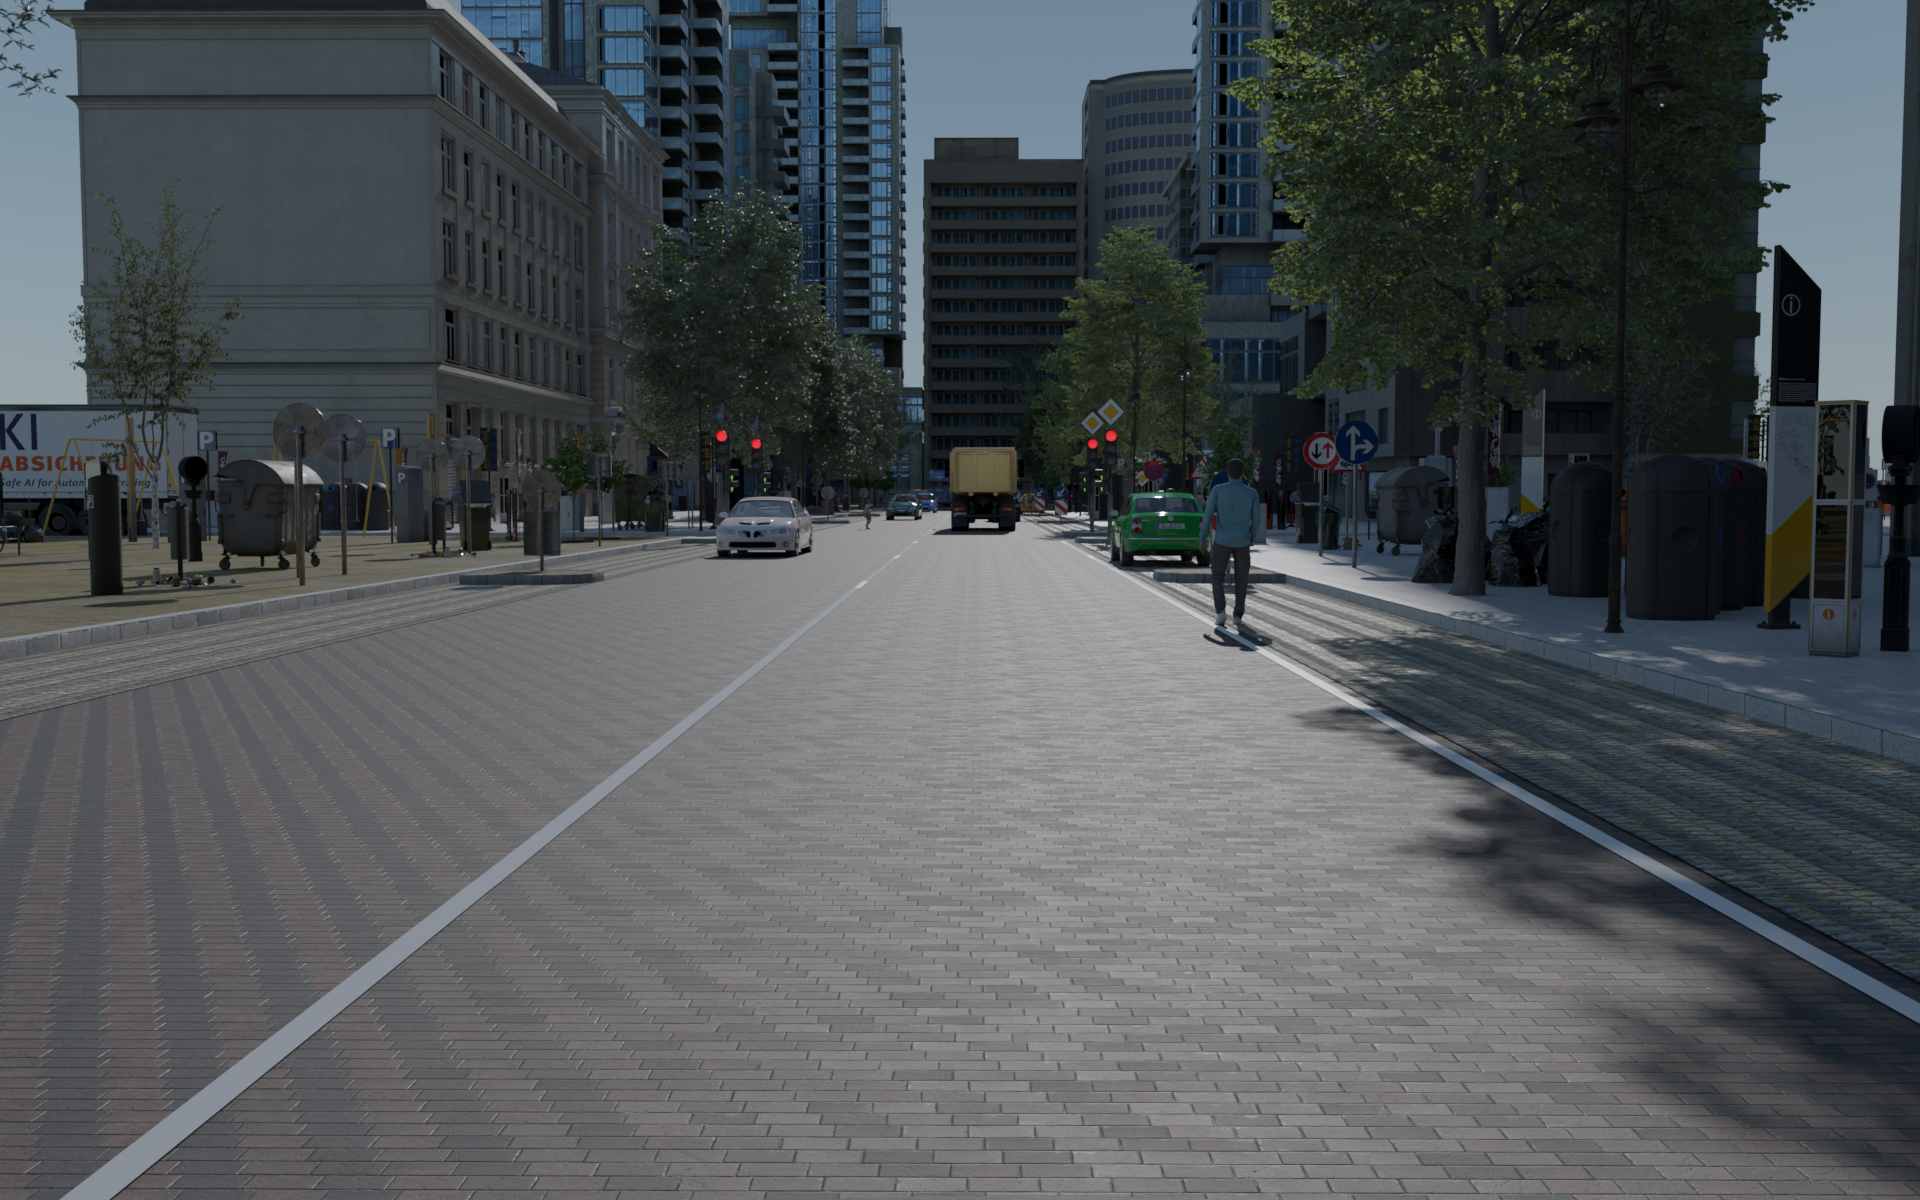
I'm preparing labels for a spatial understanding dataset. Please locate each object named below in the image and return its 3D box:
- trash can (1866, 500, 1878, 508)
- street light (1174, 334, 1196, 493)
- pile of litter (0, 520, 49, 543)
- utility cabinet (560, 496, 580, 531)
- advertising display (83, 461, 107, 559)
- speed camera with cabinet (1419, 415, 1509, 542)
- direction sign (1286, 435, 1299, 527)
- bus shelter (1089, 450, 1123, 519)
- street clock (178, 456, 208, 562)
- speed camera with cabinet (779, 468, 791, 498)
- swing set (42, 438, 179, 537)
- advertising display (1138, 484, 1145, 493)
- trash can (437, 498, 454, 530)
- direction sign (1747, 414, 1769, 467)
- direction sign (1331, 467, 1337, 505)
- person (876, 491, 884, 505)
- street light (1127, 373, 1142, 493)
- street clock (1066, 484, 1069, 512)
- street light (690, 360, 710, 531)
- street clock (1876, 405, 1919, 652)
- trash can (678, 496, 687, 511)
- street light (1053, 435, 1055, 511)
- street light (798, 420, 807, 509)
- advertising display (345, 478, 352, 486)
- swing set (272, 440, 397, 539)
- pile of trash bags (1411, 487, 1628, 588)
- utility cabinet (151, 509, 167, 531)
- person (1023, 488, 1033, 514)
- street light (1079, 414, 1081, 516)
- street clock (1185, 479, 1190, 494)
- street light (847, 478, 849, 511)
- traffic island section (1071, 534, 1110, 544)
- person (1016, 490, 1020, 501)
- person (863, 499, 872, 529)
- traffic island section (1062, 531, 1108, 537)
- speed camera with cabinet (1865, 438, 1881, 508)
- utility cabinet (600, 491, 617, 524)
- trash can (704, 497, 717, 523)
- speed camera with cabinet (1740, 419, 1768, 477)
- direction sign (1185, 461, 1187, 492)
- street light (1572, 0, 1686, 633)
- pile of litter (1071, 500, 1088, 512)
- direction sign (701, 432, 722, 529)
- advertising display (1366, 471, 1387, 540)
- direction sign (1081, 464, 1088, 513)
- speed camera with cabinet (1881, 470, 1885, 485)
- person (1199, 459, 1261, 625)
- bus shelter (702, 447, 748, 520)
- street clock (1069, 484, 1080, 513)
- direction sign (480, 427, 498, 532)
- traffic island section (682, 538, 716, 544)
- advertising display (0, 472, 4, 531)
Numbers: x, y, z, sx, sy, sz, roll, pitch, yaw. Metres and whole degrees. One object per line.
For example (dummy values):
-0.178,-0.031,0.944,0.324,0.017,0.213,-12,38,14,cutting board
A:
48.567,-4.928,92.221,0.748,1.137,0.748,0,3,0,trash can
6.486,-4.729,50.114,0.468,5.910,1.993,0,4,1,street light
-25.034,-1.941,45.696,1.719,0.858,1.176,-1,4,-22,pile of litter
-13.826,-3.070,61.355,0.306,1.237,1.020,-3,4,-38,utility cabinet
-16.815,-1.743,33.718,0.123,1.923,0.974,-3,5,-44,advertising display
12.178,-2.908,41.876,2.038,3.252,0.660,0,4,2,speed camera with cabinet
12.870,-4.596,67.149,0.379,3.537,0.876,-1,4,-21,direction sign
7.401,-6.026,89.802,1.731,3.624,6.357,0,4,1,bus shelter
-14.555,-1.734,32.919,0.358,2.002,0.471,3,5,39,street clock
-13.032,-8.008,125.260,0.660,3.252,2.038,2,4,32,speed camera with cabinet
-24.052,-3.184,49.674,2.862,2.851,3.119,2,4,26,swing set
9.403,-5.207,90.341,0.123,1.923,0.974,-1,4,-22,advertising display
-18.282,-3.047,61.479,0.748,1.137,0.748,0,3,0,trash can
22.844,-3.507,49.330,0.876,3.537,0.379,0,4,4,direction sign
16.101,-5.050,74.568,0.379,3.537,0.876,0,4,-4,direction sign
-9.787,-12.598,214.553,1.350,1.814,0.705,1,4,15,person
6.586,-5.663,65.377,0.468,5.910,1.993,0,4,1,street light
7.682,-7.123,121.027,0.471,2.002,0.358,-1,4,-8,street clock
-8.971,-5.322,59.798,0.468,5.910,1.993,0,4,1,street light
7.658,-0.585,14.130,0.358,2.002,0.471,3,4,37,street clock
-20.601,-7.155,128.645,0.748,1.137,0.748,0,3,0,trash can
7.300,-9.840,133.672,0.468,5.910,1.993,0,4,1,street light
-8.493,-7.397,93.723,0.468,5.910,1.993,0,4,1,street light
-24.534,-3.927,69.427,0.123,1.923,0.974,0,4,-5,advertising display
-18.010,-3.148,49.093,3.119,2.851,2.862,-3,4,-37,swing set
8.101,-0.908,24.591,1.912,1.369,3.447,-3,4,-39,pile of trash bags
-27.212,-3.121,59.711,1.173,1.500,0.318,-3,4,-38,utility cabinet
4.594,-6.514,115.092,0.778,1.811,0.616,1,4,10,person
6.929,-7.757,99.614,0.468,5.910,1.993,0,4,1,street light
10.675,-4.717,81.694,0.358,2.002,0.471,0,4,1,street clock
-8.265,-9.472,127.650,0.468,5.910,1.993,0,4,1,street light
4.445,-1.761,51.069,2.009,0.180,2.903,0,4,1,traffic island section
4.534,-7.639,133.743,0.624,1.780,0.694,0,4,4,person
-3.814,-3.483,70.460,0.382,1.210,0.505,-2,4,-29,person
4.520,-2.249,59.054,2.009,0.180,2.903,0,4,1,traffic island section
31.140,-4.075,60.963,2.038,3.252,0.660,2,4,27,speed camera with cabinet
-14.943,-3.963,73.471,0.318,1.500,1.173,1,4,15,utility cabinet
-11.023,-4.014,77.287,0.748,1.137,0.748,0,3,0,trash can
20.330,-3.103,45.071,2.038,3.252,0.660,-3,5,-44,speed camera with cabinet
14.177,-7.145,108.815,0.379,3.537,0.876,1,4,14,direction sign
6.060,-2.635,15.874,0.468,5.910,1.993,0,4,1,street light
8.343,-6.645,122.618,1.719,0.858,1.176,0,4,3,pile of litter
-9.032,-4.363,63.328,0.876,3.537,0.379,-1,4,-15,direction sign
11.878,-2.645,48.461,0.974,1.923,0.123,0,4,3,advertising display
8.780,-7.816,119.781,0.876,3.537,0.379,2,4,32,direction sign
60.378,-7.362,114.706,0.660,3.252,2.038,-2,4,-23,speed camera with cabinet
2.966,-0.641,18.995,0.660,1.820,0.620,0,4,1,person
-11.808,-5.887,87.529,1.731,3.624,6.357,0,4,1,bus shelter
7.998,-7.004,119.084,0.471,2.002,0.358,-2,4,-33,street clock
-16.121,-4.118,59.328,0.379,3.537,0.876,1,4,22,direction sign
-6.996,-1.768,51.181,2.009,0.180,2.903,0,4,1,traffic island section
-28.285,-2.772,50.538,0.974,1.923,0.123,2,4,26,advertising display
